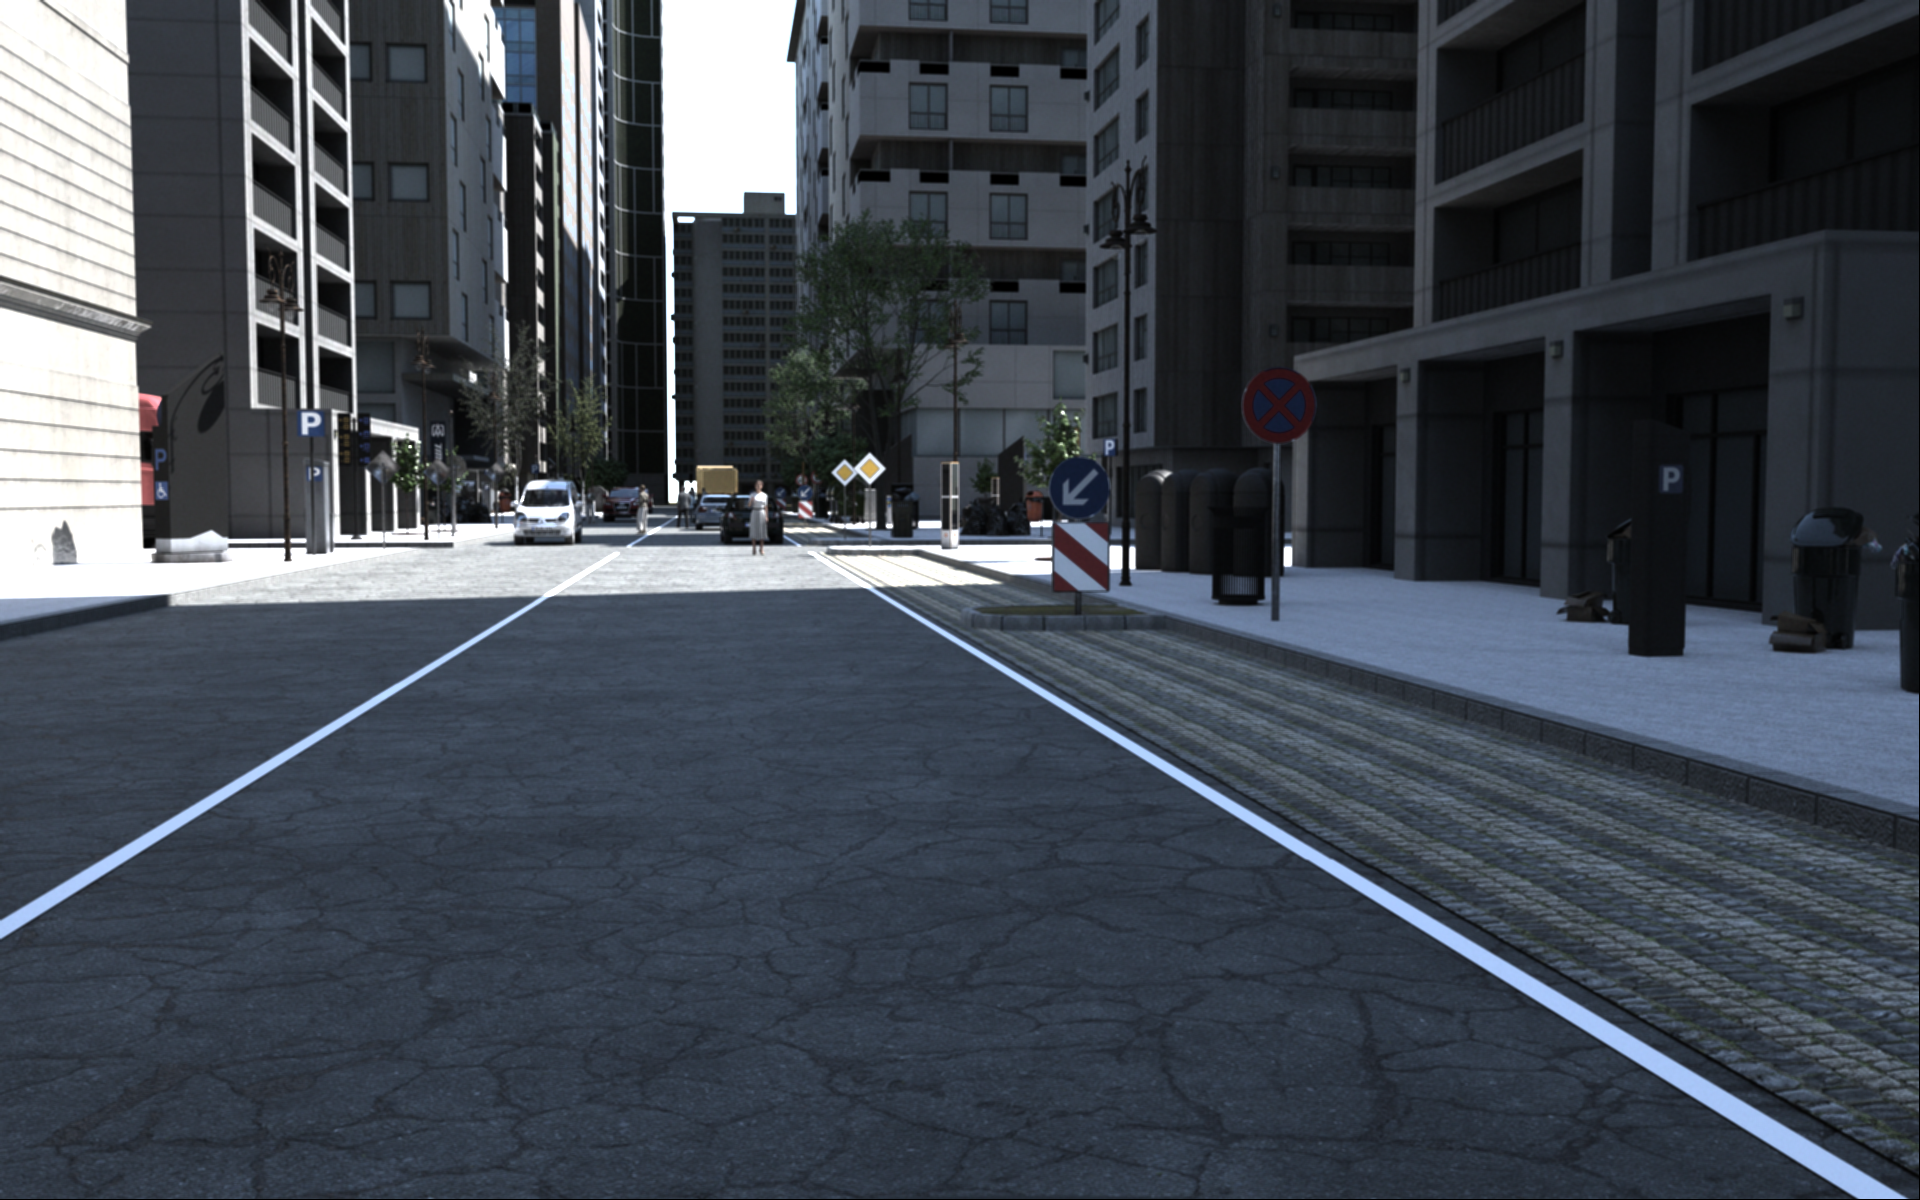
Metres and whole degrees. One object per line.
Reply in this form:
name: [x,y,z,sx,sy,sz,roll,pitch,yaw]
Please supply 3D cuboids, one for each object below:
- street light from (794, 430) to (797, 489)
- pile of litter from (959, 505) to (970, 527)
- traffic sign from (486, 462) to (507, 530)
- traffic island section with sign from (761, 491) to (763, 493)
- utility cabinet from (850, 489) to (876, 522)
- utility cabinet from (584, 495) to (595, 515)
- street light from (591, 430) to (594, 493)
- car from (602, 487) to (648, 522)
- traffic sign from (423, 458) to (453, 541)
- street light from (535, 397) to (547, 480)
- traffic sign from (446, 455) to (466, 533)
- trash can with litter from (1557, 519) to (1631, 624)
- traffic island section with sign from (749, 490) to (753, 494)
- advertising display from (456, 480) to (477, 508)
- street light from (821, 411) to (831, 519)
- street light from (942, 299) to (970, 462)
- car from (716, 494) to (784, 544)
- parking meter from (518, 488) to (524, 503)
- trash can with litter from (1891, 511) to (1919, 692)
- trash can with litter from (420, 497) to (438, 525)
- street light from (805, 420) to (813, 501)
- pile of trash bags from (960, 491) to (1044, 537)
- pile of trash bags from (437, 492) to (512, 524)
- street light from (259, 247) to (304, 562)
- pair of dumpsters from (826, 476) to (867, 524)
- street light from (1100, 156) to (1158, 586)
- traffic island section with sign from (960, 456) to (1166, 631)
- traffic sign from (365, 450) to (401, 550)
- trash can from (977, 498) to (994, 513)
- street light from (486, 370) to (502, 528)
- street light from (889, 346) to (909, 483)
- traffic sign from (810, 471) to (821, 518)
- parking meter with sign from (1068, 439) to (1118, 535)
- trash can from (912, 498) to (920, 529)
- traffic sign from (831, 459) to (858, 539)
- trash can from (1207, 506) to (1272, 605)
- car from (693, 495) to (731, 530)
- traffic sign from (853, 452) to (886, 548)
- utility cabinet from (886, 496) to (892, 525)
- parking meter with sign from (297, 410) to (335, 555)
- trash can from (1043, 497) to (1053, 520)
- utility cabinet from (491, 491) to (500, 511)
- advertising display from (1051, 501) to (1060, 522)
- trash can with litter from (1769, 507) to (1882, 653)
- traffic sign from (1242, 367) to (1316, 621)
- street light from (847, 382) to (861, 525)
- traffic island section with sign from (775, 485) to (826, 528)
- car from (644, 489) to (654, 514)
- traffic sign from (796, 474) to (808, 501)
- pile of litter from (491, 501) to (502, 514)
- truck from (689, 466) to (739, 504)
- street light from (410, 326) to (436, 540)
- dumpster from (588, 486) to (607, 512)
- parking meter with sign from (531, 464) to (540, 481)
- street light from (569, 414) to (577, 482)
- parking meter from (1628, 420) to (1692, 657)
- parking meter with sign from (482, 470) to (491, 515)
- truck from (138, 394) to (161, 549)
street light: [-11.685,-9.185,122.961,0.468,5.910,1.993,0,4,-8]
pile of litter: [0.102,-3.257,67.222,1.176,0.858,1.719,-1,4,-16]
traffic sign: [-16.683,-3.742,62.370,0.795,2.450,0.064,0,4,-3]
traffic island section with sign: [-10.601,-5.655,101.079,1.989,1.847,2.006,0,4,-8]
utility cabinet: [-4.429,-4.302,79.014,1.173,1.500,0.318,-1,4,-15]
utility cabinet: [-23.116,-5.926,108.055,0.306,1.237,1.020,1,4,14]
street light: [-24.475,-8.711,115.205,0.468,5.910,1.993,0,4,-8]
car: [-17.518,-5.022,90.782,2.281,1.827,5.304,0,4,-6]
traffic sign: [-14.360,-2.693,47.678,0.795,2.450,0.064,0,4,-8]
street light: [-19.586,-6.627,81.144,0.468,5.910,1.993,0,4,-8]
traffic sign: [-16.505,-3.453,56.560,0.768,2.556,0.104,0,4,-4]
trash can with litter: [6.485,-0.357,17.217,1.055,1.170,0.624,3,5,41]
traffic island section with sign: [-21.366,-10.300,177.034,1.989,1.847,2.006,0,4,-8]
advertising display: [-22.825,-4.575,80.009,0.974,1.923,0.123,0,4,4]
street light: [-6.829,-7.081,88.562,0.468,5.910,1.993,0,4,-8]
street light: [-0.109,-4.184,41.203,0.468,5.910,1.993,0,4,-8]
car: [-6.156,-2.520,50.989,2.009,1.686,4.222,-1,4,-10]
parking meter: [-18.764,-4.022,74.173,0.372,1.533,0.369,0,3,0]
trash can with litter: [6.586,0.016,11.132,1.055,1.170,0.624,2,4,25]
trash can with litter: [-22.422,-3.748,72.674,1.055,1.170,0.624,1,4,11]
street light: [-9.197,-8.130,105.705,0.468,5.910,1.993,0,4,-8]
pile of trash bags: [1.501,-2.659,53.225,1.912,1.369,3.447,-2,4,-33]
pile of trash bags: [-21.428,-4.097,76.742,3.447,1.369,1.912,-3,5,-44]
street light: [-12.734,-3.661,32.641,0.468,5.910,1.993,0,4,-8]
pair of dumpsters: [-4.982,-4.515,76.318,1.574,2.255,4.437,-1,4,-8]
street light: [2.324,-3.140,24.122,0.468,5.910,1.993,0,4,-8]
traffic island section with sign: [1.048,-0.633,18.973,1.989,1.847,2.006,0,4,-8]
traffic sign: [-13.239,-2.210,39.772,0.795,2.450,0.064,0,4,-8]
trash can: [1.056,-3.669,71.646,0.748,1.137,0.748,0,3,0]
street light: [-17.320,-5.612,64.548,0.468,5.910,1.993,0,4,-8]
street light: [-1.903,-4.980,54.204,0.468,5.910,1.993,0,4,-8]
traffic sign: [-7.515,-5.593,91.559,0.768,2.556,0.104,0,4,-3]
parking meter with sign: [4.127,-3.544,54.201,1.738,3.016,0.543,-3,5,-41]
trash can: [-1.816,-3.161,63.338,0.748,1.137,0.748,0,3,0]
traffic sign: [-3.274,-2.788,49.224,0.795,2.450,0.064,0,4,-8]
trash can: [3.239,-0.519,20.132,0.748,1.137,0.748,0,3,0]
car: [-9.807,-3.552,70.083,2.014,1.417,4.499,0,4,-8]
traffic sign: [-2.152,-2.304,41.318,0.795,2.450,0.064,0,4,-8]
utility cabinet: [-2.939,-3.805,73.368,0.306,1.237,1.020,0,4,-5]
parking meter with sign: [-13.718,-2.493,37.016,0.543,3.016,1.738,-1,4,-12]
trash can: [4.362,-4.459,84.565,0.748,1.137,0.748,0,3,0]
utility cabinet: [-31.572,-6.636,117.178,1.173,1.500,0.318,3,4,37]
advertising display: [4.455,-4.575,80.019,0.123,1.923,0.974,-1,4,-19]
trash can with litter: [7.116,-0.177,14.282,0.624,1.170,1.055,3,5,43]
traffic sign: [3.197,-1.063,17.485,0.768,2.556,0.104,0,4,-7]
street light: [-4.392,-6.049,71.685,0.468,5.910,1.993,0,4,-8]
traffic island section with sign: [-6.746,-3.990,73.871,1.989,1.847,2.006,0,4,-8]
car: [-23.940,-7.361,129.020,2.281,1.827,5.304,-1,4,-9]
traffic sign: [-9.998,-6.686,109.429,0.768,2.556,0.104,0,4,-5]
pile of litter: [-30.939,-6.166,114.775,1.176,0.858,1.719,3,5,43]
truck: [-16.659,-7.479,118.199,3.469,3.379,9.791,-1,4,-10]
street light: [-14.775,-4.587,47.793,0.468,5.910,1.993,0,4,-8]
dumpster: [-25.234,-7.006,120.300,1.264,1.857,1.865,0,4,-8]
parking meter with sign: [-24.562,-6.466,101.975,0.543,3.016,1.738,1,4,17]
street light: [-21.964,-7.683,98.406,0.468,5.910,1.993,0,4,-8]
parking meter: [5.560,-0.492,13.753,0.399,1.863,0.255,-1,4,-16]
parking meter with sign: [-29.749,-6.885,108.834,0.543,3.016,1.738,-2,4,-26]
truck: [-23.587,-3.200,41.232,11.283,4.237,2.839,-1,4,-8]
